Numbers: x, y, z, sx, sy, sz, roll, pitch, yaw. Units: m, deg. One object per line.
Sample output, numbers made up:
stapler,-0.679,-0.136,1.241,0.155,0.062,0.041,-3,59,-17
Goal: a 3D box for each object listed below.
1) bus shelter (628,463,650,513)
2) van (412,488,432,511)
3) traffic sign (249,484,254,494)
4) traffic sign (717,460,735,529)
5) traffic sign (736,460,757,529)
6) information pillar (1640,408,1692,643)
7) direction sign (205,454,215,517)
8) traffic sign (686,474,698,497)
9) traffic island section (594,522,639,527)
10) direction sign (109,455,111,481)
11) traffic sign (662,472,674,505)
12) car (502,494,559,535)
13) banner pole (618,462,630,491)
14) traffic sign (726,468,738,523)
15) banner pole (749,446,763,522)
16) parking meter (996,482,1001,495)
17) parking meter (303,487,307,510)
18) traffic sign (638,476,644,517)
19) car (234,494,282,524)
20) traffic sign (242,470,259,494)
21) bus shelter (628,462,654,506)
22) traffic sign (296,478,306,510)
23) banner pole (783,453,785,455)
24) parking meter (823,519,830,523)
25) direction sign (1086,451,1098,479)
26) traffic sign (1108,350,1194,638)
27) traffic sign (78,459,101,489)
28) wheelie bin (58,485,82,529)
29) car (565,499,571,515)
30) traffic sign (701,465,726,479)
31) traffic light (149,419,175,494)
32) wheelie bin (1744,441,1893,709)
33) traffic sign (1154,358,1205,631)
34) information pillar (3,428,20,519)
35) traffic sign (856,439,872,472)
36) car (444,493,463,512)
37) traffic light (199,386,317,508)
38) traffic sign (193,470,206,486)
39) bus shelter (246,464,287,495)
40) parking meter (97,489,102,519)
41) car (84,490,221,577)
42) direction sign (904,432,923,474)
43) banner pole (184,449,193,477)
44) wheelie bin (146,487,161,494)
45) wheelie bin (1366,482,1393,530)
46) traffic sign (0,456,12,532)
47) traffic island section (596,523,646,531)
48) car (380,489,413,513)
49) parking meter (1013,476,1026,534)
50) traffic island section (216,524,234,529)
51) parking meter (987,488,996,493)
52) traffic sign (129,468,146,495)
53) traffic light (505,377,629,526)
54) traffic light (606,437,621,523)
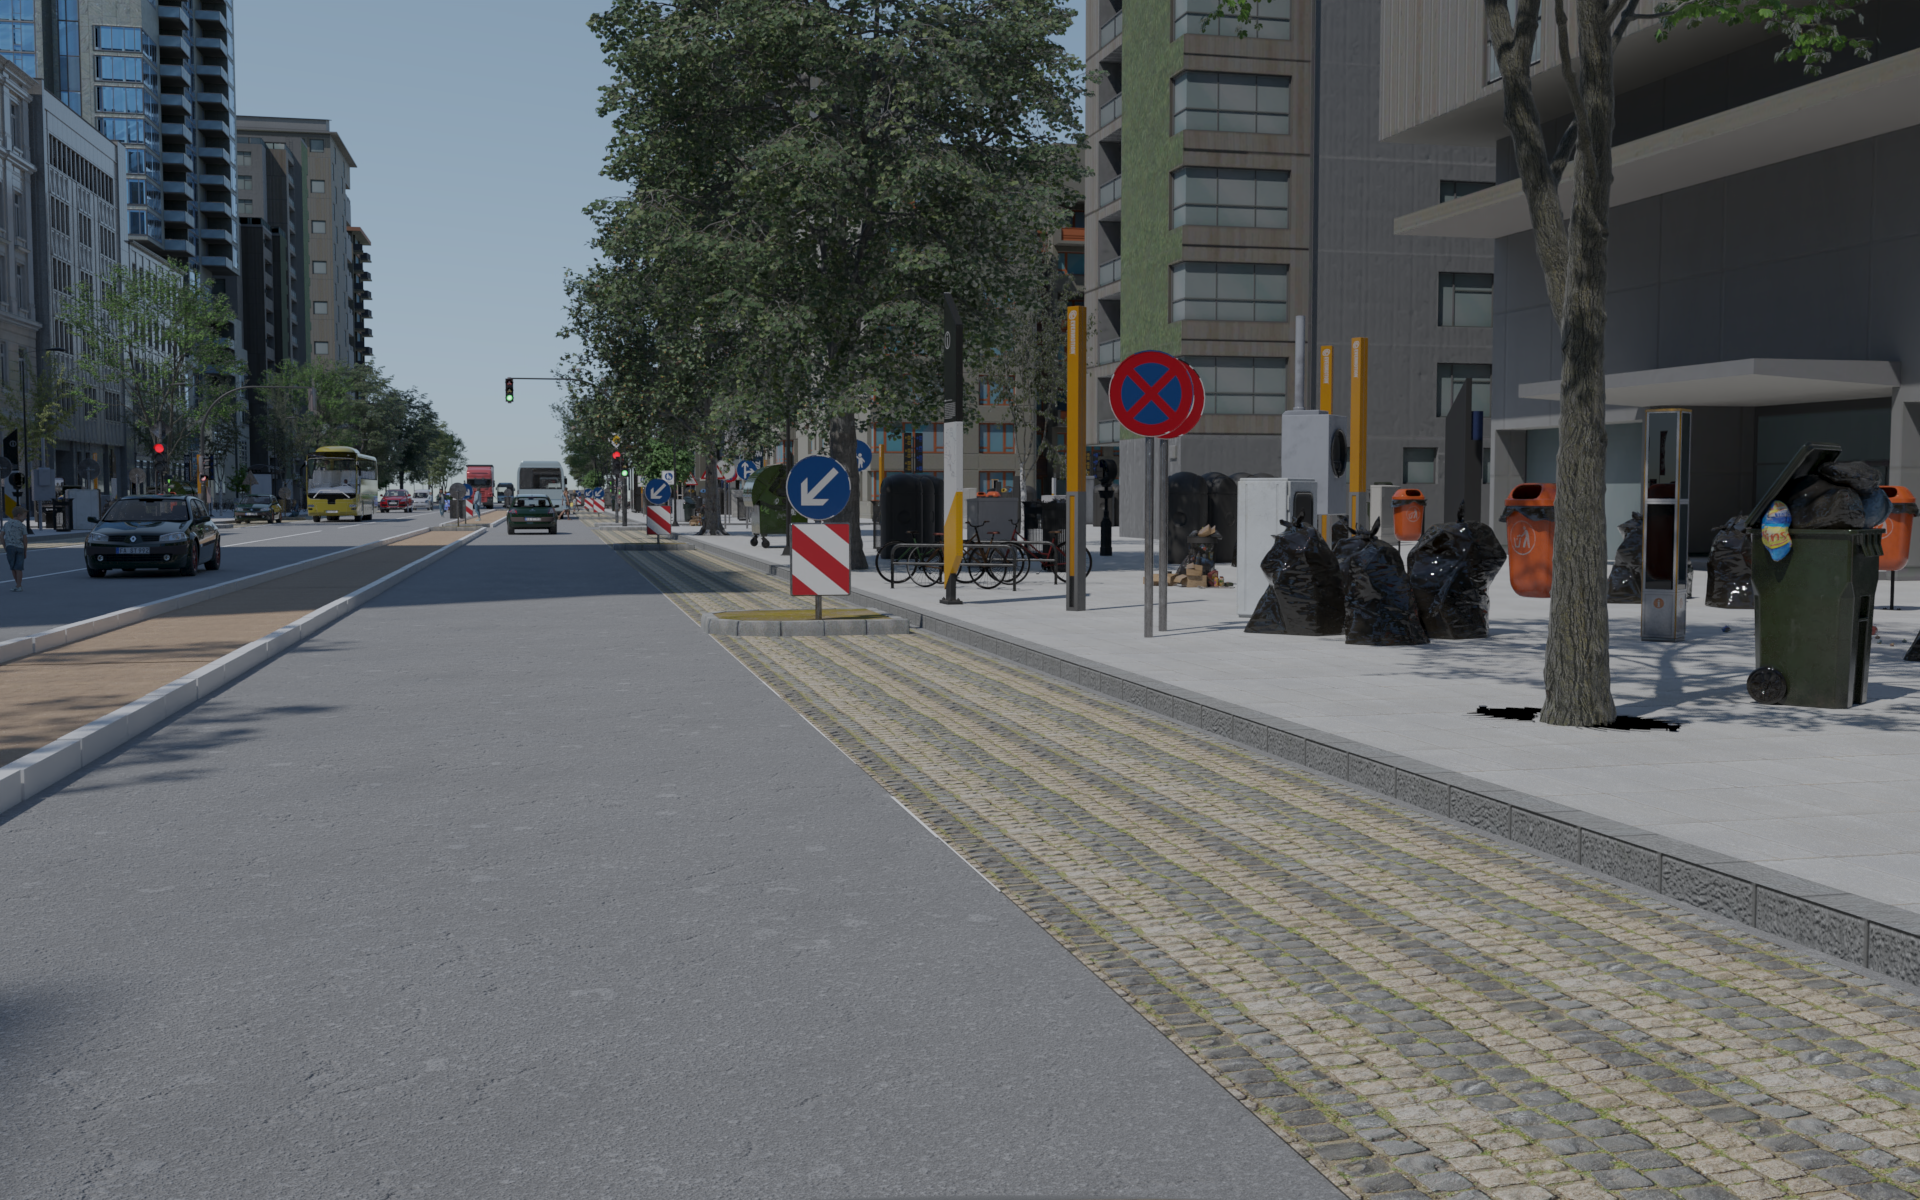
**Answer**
bus shelter,-21.935,-8.710,120.033,2.179,5.291,8.768,-1,4,-13
van,-47.227,-8.864,151.940,2.013,2.044,4.112,-1,4,-12
traffic sign,-46.705,-6.956,113.837,0.768,2.556,0.104,0,4,-6
traffic sign,-8.611,-3.877,63.491,0.768,2.556,0.104,-1,4,-9
traffic sign,-7.903,-3.924,64.257,0.768,2.556,0.104,0,4,-6
information pillar,6.142,-0.647,15.072,0.304,2.012,0.304,3,4,39
direction sign,-42.412,-6.481,97.966,0.876,3.537,0.379,3,5,40
traffic sign,-15.826,-6.224,101.773,0.884,2.594,0.081,0,4,-5
traffic island section,-15.105,-3.310,76.393,2.009,0.180,2.903,-1,4,-13
direction sign,-49.191,-6.643,100.609,0.379,3.537,0.876,0,4,-6
traffic sign,-12.904,-4.568,76.821,0.606,2.300,0.079,0,4,-5
car,-15.442,-3.218,62.403,2.009,1.686,4.222,-1,4,-15
banner pole,-22.789,-7.759,116.881,0.863,3.779,0.401,-1,4,-14
traffic sign,-10.220,-4.685,76.699,0.768,2.556,0.104,-1,4,-13
banner pole,-9.348,-5.430,78.794,0.863,3.779,0.401,-1,4,-8
parking meter,1.815,-4.623,81.297,0.255,1.863,0.399,0,3,0
parking meter,-54.172,-8.410,143.219,0.255,1.863,0.399,-2,4,-30
traffic sign,-17.947,-5.878,98.235,0.606,2.300,0.079,-1,4,-9
car,-34.286,-4.577,84.617,2.009,1.686,4.222,-1,4,-13
traffic sign,-38.894,-5.808,94.966,0.884,2.594,0.081,-1,4,-11
bus shelter,-23.607,-8.382,128.335,1.731,3.624,6.357,-1,4,-13
traffic sign,-53.619,-8.610,140.881,0.768,2.556,0.104,0,4,-4
banner pole,-10.409,-6.994,104.372,0.863,3.779,0.401,2,4,34
parking meter,-3.394,-2.433,45.490,0.255,1.863,0.399,3,5,41
direction sign,6.919,-6.076,91.341,0.876,3.537,0.379,-2,4,-32
traffic sign,1.688,-0.937,15.423,0.768,2.556,0.104,0,4,-6
traffic sign,-31.298,-3.802,62.264,0.768,2.556,0.104,-1,4,-11
wheelie bin,-32.526,-3.404,63.558,0.980,1.594,0.693,-3,4,-37
car,-28.341,-6.712,121.543,2.131,1.459,4.920,-1,4,-15
traffic sign,-8.814,-3.785,61.881,0.884,2.594,0.081,0,4,-6
traffic light,-29.762,-4.629,64.603,0.839,4.253,0.868,-1,4,-13
wheelie bin,5.265,-0.166,10.615,0.693,1.594,0.980,3,5,42
traffic sign,1.897,-0.980,16.125,0.768,2.556,0.104,-1,4,-12
information pillar,-33.662,-4.291,61.514,0.504,3.616,0.183,-1,4,-15
traffic sign,-2.431,-2.460,40.332,0.768,2.556,0.104,-1,4,-12
car,-40.273,-7.841,137.784,1.945,1.707,3.694,-1,4,-15
traffic light,-29.585,-6.007,72.887,4.771,5.953,1.251,-1,4,-13
traffic sign,-41.155,-5.717,93.479,0.884,2.594,0.081,0,4,-8
bus shelter,-47.722,-7.658,119.124,2.014,3.302,5.546,-1,4,-13
parking meter,-41.416,-4.569,83.108,0.372,1.533,0.369,0,3,0
car,-14.486,-1.309,31.185,2.009,1.686,4.222,-1,4,-15
direction sign,-1.720,-4.397,63.882,0.876,3.537,0.379,-3,5,-40
banner pole,-42.900,-6.508,96.422,0.863,3.779,0.401,2,4,26
wheelie bin,-34.717,-4.086,74.711,0.980,1.594,0.693,-1,4,-17
wheelie bin,11.092,-2.291,45.369,0.693,1.594,0.980,-2,4,-31
traffic sign,-32.272,-3.556,58.245,0.768,2.556,0.104,0,4,-6
traffic island section,-13.266,-2.834,68.621,2.009,0.180,2.903,-1,4,-13
car,-43.254,-7.602,132.961,2.281,1.827,5.304,-1,4,-12
parking meter,1.923,-3.072,55.944,0.255,1.863,0.399,3,4,37
traffic island section,-31.642,-3.071,72.499,2.009,0.180,2.903,-1,4,-13
parking meter,1.309,-3.903,72.221,0.372,1.533,0.369,0,3,0
traffic sign,-39.552,-5.088,83.289,0.768,2.556,0.104,0,4,-7
traffic light,-15.323,-5.701,67.879,4.771,5.953,1.251,-1,4,-13
traffic light,-15.146,-5.342,76.269,0.839,4.253,0.868,-1,4,-13
